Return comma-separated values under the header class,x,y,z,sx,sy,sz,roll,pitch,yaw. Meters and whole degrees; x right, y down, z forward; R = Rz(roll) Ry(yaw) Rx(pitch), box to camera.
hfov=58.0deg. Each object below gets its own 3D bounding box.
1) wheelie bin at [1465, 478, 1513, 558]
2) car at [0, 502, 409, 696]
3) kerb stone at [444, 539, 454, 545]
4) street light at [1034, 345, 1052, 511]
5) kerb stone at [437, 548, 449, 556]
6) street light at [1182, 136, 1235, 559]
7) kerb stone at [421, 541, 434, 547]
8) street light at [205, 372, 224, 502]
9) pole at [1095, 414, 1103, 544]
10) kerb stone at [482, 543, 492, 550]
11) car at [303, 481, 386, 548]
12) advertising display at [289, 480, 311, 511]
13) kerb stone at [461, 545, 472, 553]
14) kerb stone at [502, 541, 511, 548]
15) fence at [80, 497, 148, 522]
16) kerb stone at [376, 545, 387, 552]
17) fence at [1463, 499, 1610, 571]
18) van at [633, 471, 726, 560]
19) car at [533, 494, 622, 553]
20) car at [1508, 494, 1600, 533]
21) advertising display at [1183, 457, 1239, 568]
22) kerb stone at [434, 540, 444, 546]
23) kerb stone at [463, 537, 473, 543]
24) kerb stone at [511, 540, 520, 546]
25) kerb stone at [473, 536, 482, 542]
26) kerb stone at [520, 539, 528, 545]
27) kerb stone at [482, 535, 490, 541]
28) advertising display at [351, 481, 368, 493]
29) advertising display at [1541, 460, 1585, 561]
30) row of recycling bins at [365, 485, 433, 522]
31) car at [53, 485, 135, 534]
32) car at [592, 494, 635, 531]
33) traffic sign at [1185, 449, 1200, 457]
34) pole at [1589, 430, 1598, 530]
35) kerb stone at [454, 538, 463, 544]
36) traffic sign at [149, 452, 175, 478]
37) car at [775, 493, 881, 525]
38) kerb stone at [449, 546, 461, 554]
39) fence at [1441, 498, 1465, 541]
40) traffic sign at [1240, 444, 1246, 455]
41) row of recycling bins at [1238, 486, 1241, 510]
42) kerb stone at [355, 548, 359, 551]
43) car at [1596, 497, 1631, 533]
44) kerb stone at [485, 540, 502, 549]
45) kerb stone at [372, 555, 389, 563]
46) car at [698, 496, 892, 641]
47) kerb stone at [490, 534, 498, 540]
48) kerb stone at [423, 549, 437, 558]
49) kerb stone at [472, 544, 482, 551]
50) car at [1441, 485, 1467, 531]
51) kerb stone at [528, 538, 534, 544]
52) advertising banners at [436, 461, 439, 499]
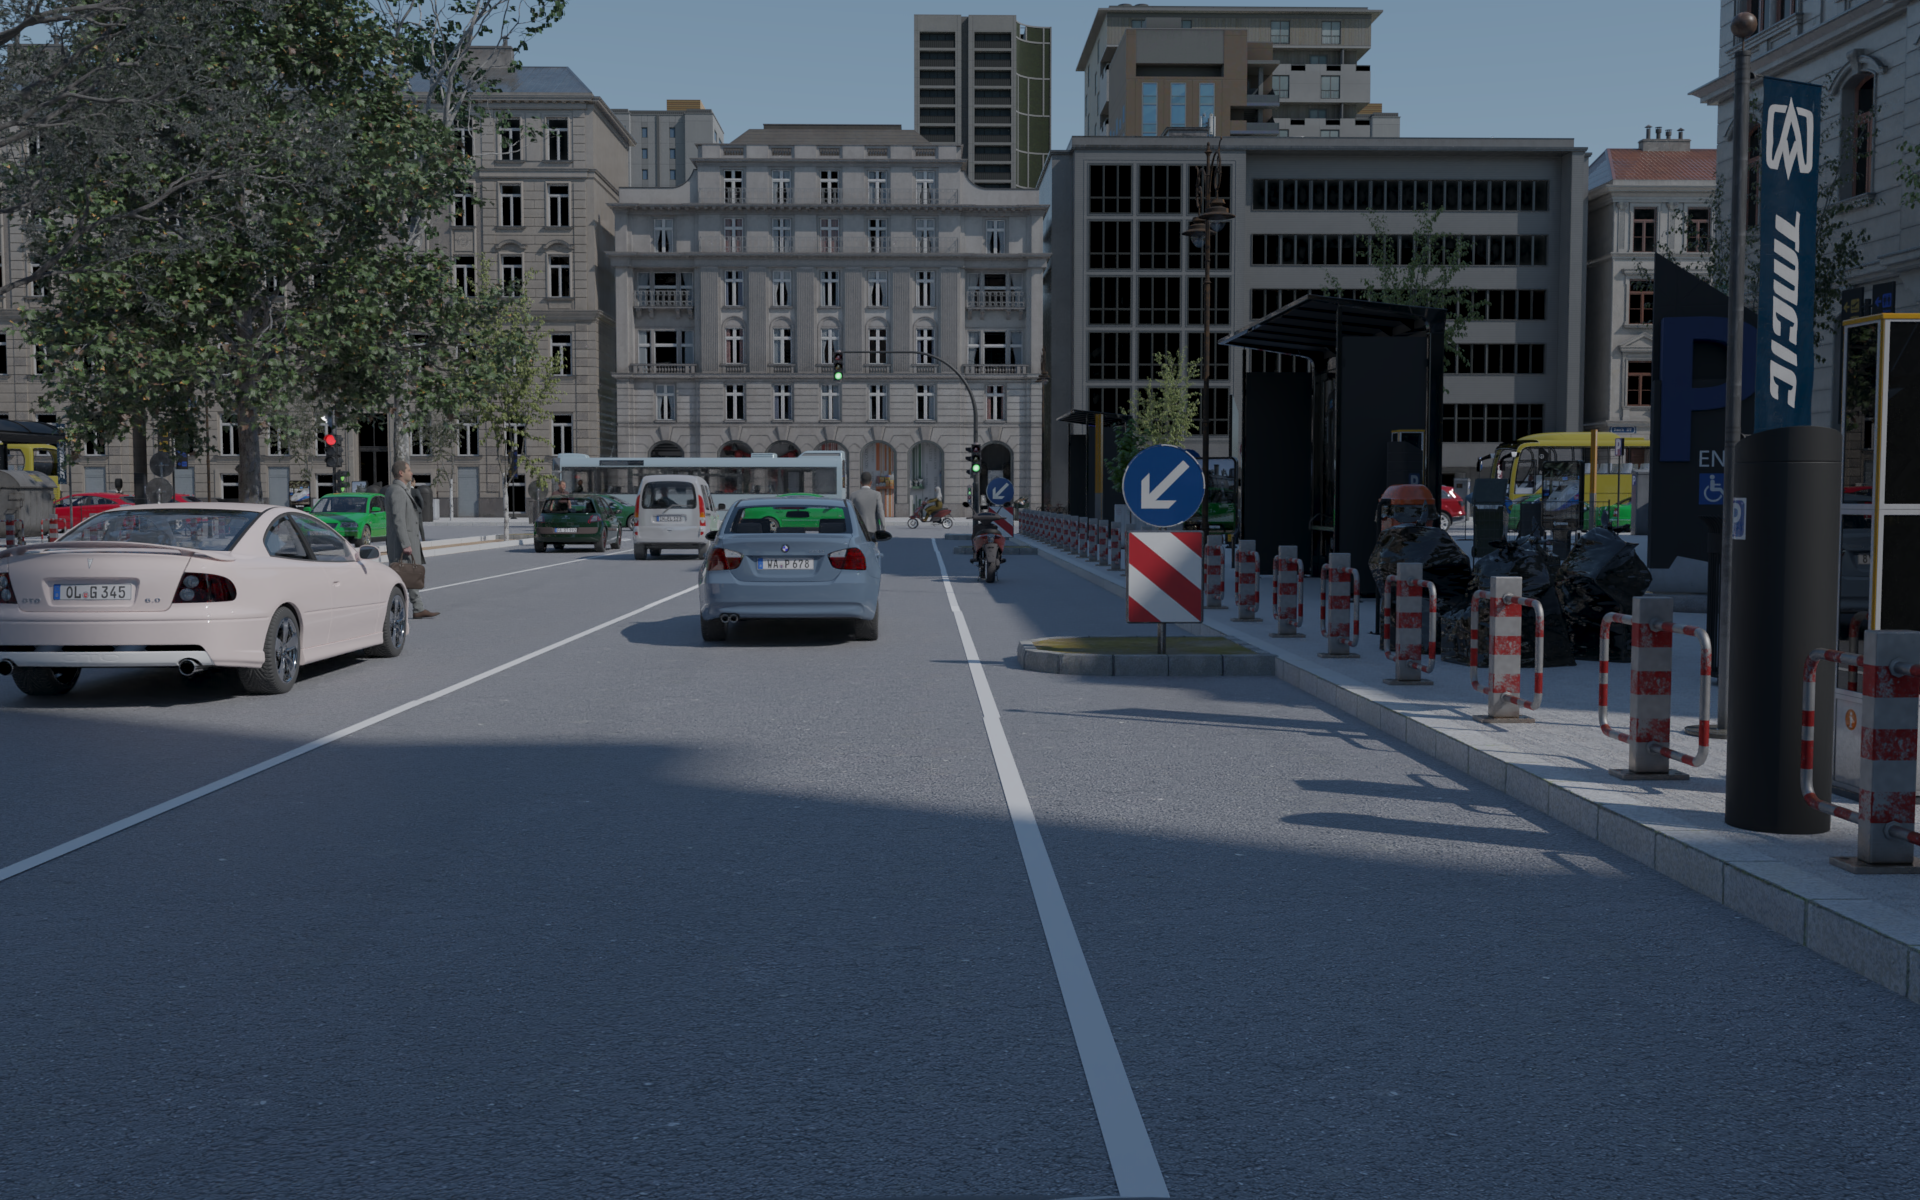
class,x,y,z,sx,sy,sz,roll,pitch,yaw
wheelie bin,10.699,-1.657,34.995,0.980,1.594,0.693,2,4,29
car,-5.804,-0.084,13.732,2.083,1.381,4.827,0,4,-2
kerb stone,-14.480,-1.619,48.659,0.120,0.150,1.000,0,4,-1
street light,2.581,-4.965,53.969,0.468,5.910,1.993,0,4,-1
kerb stone,-12.175,-1.115,40.425,0.120,0.150,1.000,0,4,-1
street light,3.259,-3.065,22.908,0.468,5.910,1.993,0,4,-1
kerb stone,-14.428,-1.492,46.587,0.120,0.150,1.000,0,4,-1
street light,-21.721,-4.722,49.996,0.468,5.910,1.993,0,4,-1
pole,3.555,-3.085,44.281,0.158,3.312,0.155,0,3,0
kerb stone,-12.273,-1.366,44.532,0.120,0.150,1.000,0,4,-1
car,-15.755,-2.200,44.771,1.959,1.807,4.718,0,4,-1
advertising display,-31.133,-4.678,81.701,0.974,1.923,0.123,0,4,-4
kerb stone,-12.234,-1.241,42.480,0.120,0.150,1.000,0,4,-1
kerb stone,-12.320,-1.486,46.588,0.120,0.150,1.000,0,4,-1
fence,-22.746,-2.188,46.980,0.480,1.192,2.264,3,5,41
kerb stone,-14.327,-1.236,42.470,0.120,0.150,1.000,0,4,-1
fence,9.476,-1.045,28.287,2.264,1.192,0.480,2,4,25
van,-6.344,-1.963,39.109,2.013,2.044,4.112,0,4,-3
car,-9.641,-2.084,43.859,2.009,1.686,4.222,0,4,-3
car,20.944,-2.988,60.655,4.920,1.459,2.131,0,4,-2
advertising display,4.353,-1.522,30.100,0.974,1.923,0.123,2,4,30
kerb stone,-14.449,-1.555,47.620,0.120,0.150,1.000,0,4,-1
kerb stone,-14.527,-1.740,50.711,0.120,0.150,1.000,0,4,-1
kerb stone,-12.349,-1.555,47.614,0.120,0.150,1.000,0,4,-1
kerb stone,-14.554,-1.807,51.735,0.120,0.150,1.000,0,4,-1
kerb stone,-12.376,-1.616,48.647,0.120,0.150,1.000,0,4,-1
kerb stone,-14.580,-1.870,52.769,0.120,0.150,1.000,0,4,-1
advertising display,-29.503,-4.891,85.181,0.974,1.923,0.123,2,4,24
advertising display,11.630,-1.726,33.436,0.123,1.923,0.974,-2,4,-27
row of recycling bins,-25.972,-4.467,80.145,3.534,1.692,1.069,1,4,17
car,-30.728,-3.158,60.666,4.494,1.783,2.155,0,3,0
car,-13.911,-3.409,67.538,4.920,1.459,2.131,0,4,0
traffic sign,6.444,-2.990,48.987,0.768,2.556,0.104,0,4,-1
pole,20.049,-3.731,54.840,0.158,3.312,0.155,0,3,0
kerb stone,-14.510,-1.679,49.686,0.120,0.150,1.000,0,4,-1
traffic sign,-24.026,-3.184,52.162,0.768,2.556,0.104,0,4,1
car,-4.994,-3.012,58.045,4.718,1.807,1.959,0,4,-2
kerb stone,-12.201,-1.177,41.450,0.120,0.150,1.000,0,4,-1
fence,13.811,-2.299,48.786,0.480,1.192,2.264,0,4,-7
traffic sign,5.953,-2.109,34.582,0.768,2.556,0.104,0,4,0
row of recycling bins,23.248,-8.248,141.968,3.534,1.692,1.069,2,4,31
kerb stone,-14.307,-1.177,41.445,0.120,0.150,1.000,0,4,-1
car,23.914,-3.025,58.261,4.718,1.807,1.959,0,4,-3
kerb stone,-12.298,-1.429,45.561,0.120,0.150,1.000,0,4,-1
kerb stone,-12.080,-0.856,36.309,0.120,0.150,1.000,0,4,-1
car,-1.715,-0.379,18.201,2.014,1.417,4.499,0,4,-3
kerb stone,-14.597,-1.925,53.799,0.120,0.150,1.000,0,4,-1
kerb stone,-12.153,-1.051,39.395,0.120,0.150,1.000,0,4,-1
kerb stone,-12.255,-1.301,43.507,0.120,0.150,1.000,0,4,-1
car,15.715,-3.331,63.136,5.304,1.827,2.281,0,4,-3
kerb stone,-12.396,-1.676,49.674,0.120,0.150,1.000,0,4,-1
advertising banners,-26.911,-5.689,89.207,0.090,3.025,2.074,-1,4,-18
